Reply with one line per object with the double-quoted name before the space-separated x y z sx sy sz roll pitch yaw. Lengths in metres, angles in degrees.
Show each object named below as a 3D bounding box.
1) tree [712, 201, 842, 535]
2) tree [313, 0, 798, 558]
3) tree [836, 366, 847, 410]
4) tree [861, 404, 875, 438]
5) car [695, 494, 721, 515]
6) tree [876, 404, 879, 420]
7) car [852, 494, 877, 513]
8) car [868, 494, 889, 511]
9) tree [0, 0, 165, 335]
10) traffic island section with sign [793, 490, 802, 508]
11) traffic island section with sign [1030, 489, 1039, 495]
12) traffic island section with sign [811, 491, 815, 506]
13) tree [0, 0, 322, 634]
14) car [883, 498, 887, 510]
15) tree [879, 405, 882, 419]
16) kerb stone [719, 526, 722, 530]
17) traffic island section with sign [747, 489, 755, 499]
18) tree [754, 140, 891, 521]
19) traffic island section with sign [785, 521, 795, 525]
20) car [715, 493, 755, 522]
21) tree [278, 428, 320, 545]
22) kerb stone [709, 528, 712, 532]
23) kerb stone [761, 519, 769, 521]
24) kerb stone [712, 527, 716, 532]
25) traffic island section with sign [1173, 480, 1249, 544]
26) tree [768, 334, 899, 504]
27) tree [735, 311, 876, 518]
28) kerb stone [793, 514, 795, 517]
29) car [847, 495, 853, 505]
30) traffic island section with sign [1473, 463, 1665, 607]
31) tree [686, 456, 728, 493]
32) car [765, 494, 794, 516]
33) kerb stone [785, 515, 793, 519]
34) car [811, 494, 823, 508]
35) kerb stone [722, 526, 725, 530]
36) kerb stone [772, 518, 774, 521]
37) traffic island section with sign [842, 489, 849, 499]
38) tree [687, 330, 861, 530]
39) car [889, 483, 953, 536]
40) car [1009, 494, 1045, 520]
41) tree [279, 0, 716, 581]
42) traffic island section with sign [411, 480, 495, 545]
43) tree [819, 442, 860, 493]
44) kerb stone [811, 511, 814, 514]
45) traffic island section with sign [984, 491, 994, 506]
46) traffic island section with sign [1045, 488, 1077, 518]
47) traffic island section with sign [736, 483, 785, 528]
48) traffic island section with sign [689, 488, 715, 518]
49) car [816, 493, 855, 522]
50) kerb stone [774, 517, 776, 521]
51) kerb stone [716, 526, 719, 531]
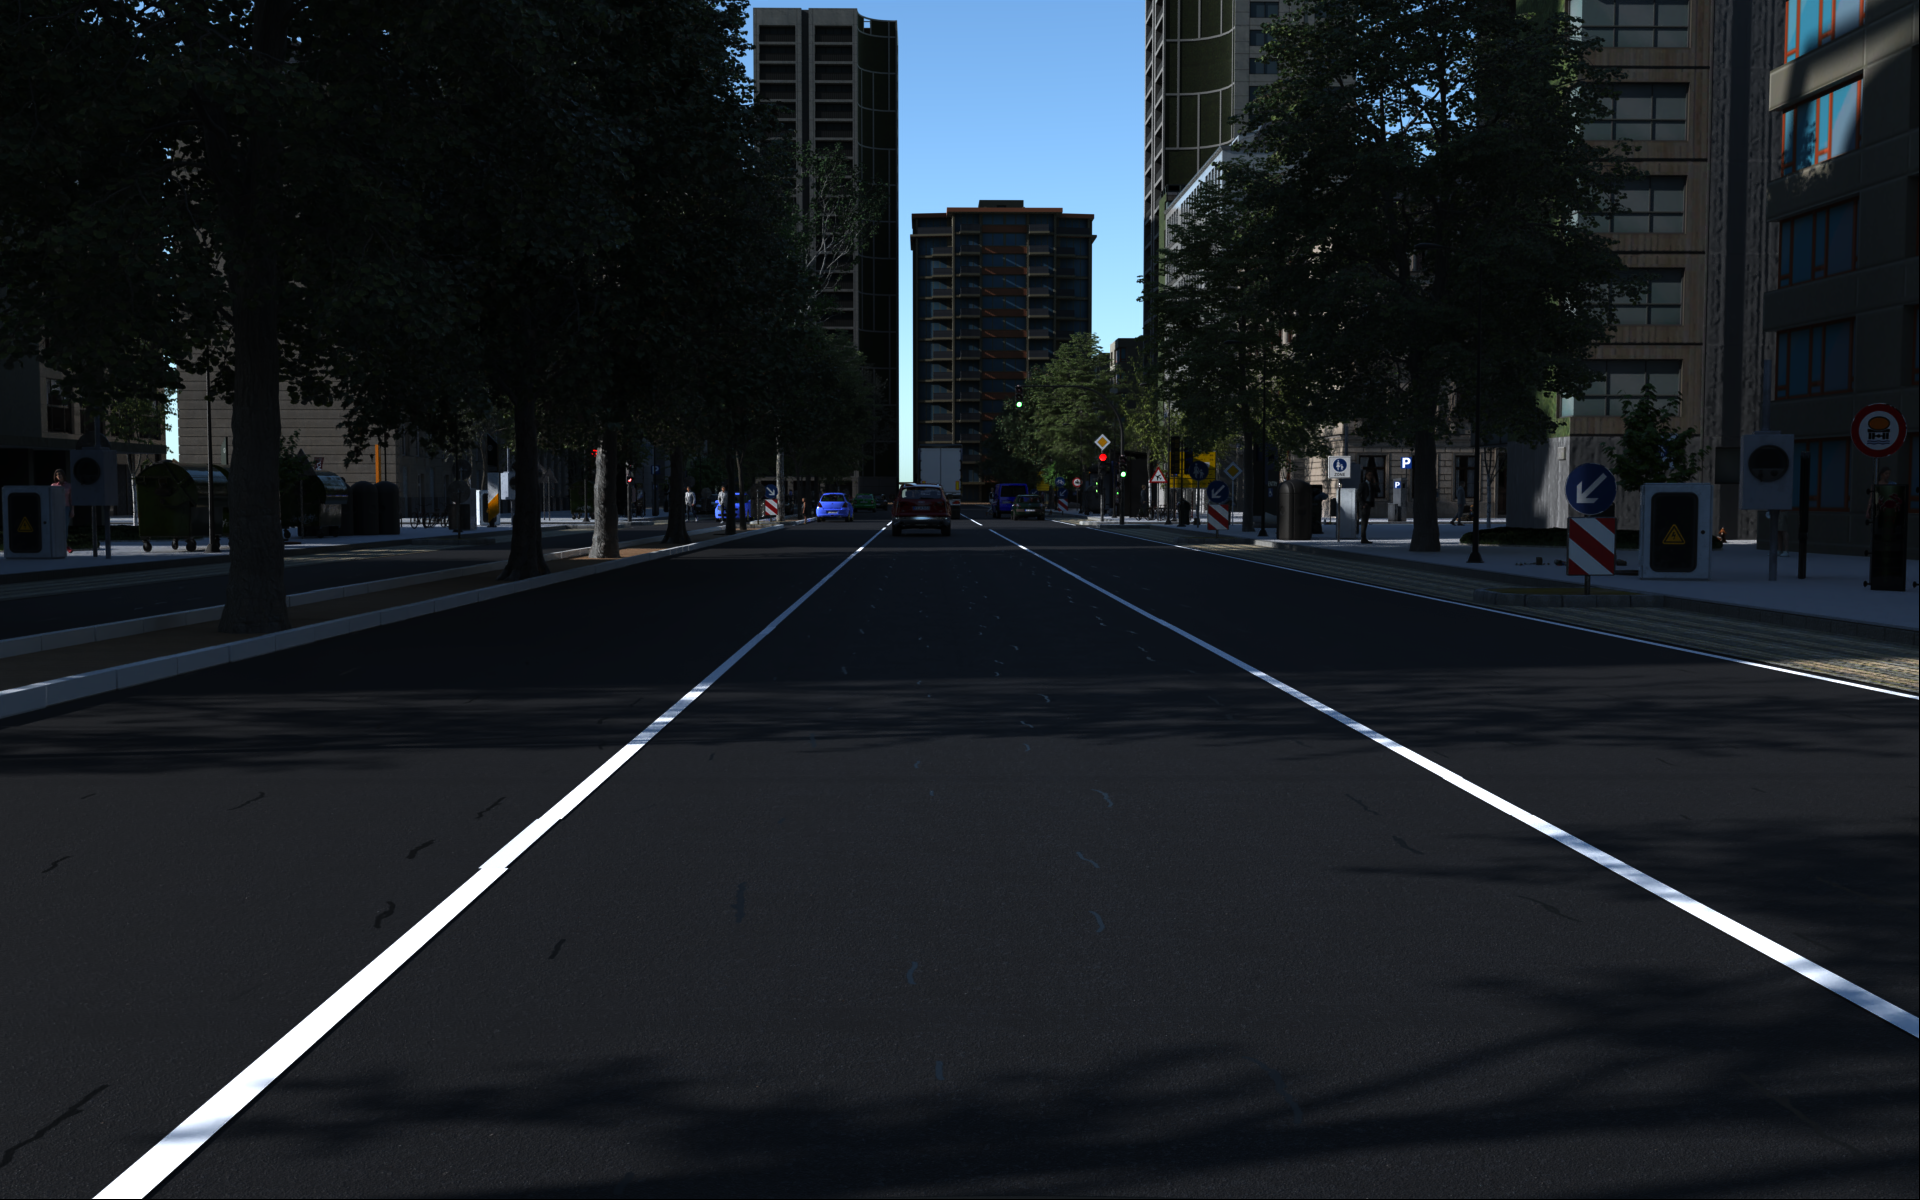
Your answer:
"tree" -7.868 -8.047 59.778 9.928 11.665 9.643 0 3 0
"tree" -7.950 -7.906 38.373 9.857 13.997 8.962 0 3 0
"tree" -8.182 -7.970 49.776 9.611 12.733 9.660 0 3 0
"tree" -8.926 -9.786 96.870 8.767 10.594 7.601 0 4 -1
"car" -15.837 -6.151 110.349 2.009 1.686 4.222 0 4 -1
"tree" -9.456 -11.769 113.001 7.486 12.596 7.792 0 3 0
"car" -7.463 -7.754 135.576 1.959 1.807 4.718 0 4 -2
"car" -7.184 -8.643 151.102 2.009 1.686 4.222 0 4 -2
"tree" -17.037 -6.285 28.512 9.928 11.665 9.643 0 3 0
"traffic island section with sign" -17.124 -10.598 181.911 1.989 1.847 2.006 0 4 -1
"traffic island section with sign" 5.544 -7.587 132.681 1.989 1.847 2.006 0 4 -1
"traffic island section with sign" -17.703 -12.285 209.488 1.989 1.847 2.006 0 4 -1
"tree" -7.336 -6.639 17.659 9.857 13.997 8.962 0 3 0
"car" -7.765 -9.177 159.837 2.009 1.686 4.222 0 4 -3
"tree" -9.256 -12.248 120.845 7.486 12.596 7.792 0 3 0
"kerb stone" -9.473 -2.768 67.448 0.120 0.150 1.000 0 4 -1
"traffic island section with sign" -16.102 -7.657 133.819 1.989 1.847 2.006 0 4 -1
"tree" -10.161 -13.946 86.362 12.611 20.169 13.585 0 3 0
"traffic island section with sign" -8.672 -4.393 79.963 2.006 1.907 1.989 0 4 -1
"car" -11.744 -4.943 90.404 1.945 1.707 3.694 0 4 0
"tree" -17.532 -3.039 44.295 1.663 3.219 1.824 0 3 0
"kerb stone" -9.414 -2.579 64.365 0.120 0.150 1.000 0 4 -1
"kerb stone" -9.895 -3.992 87.480 0.120 0.150 1.000 0 4 -1
"kerb stone" -9.429 -2.642 65.396 0.120 0.150 1.000 0 4 -1
"traffic island section with sign" 7.272 -2.557 50.428 1.989 1.847 2.006 0 4 -1
"tree" -9.681 -13.322 130.639 12.009 13.543 11.850 0 3 0
"tree" -9.294 -11.270 104.845 7.486 12.596 7.792 0 3 0
"kerb stone" -10.259 -5.058 104.898 0.120 0.150 1.000 0 4 -1
"car" -13.754 -12.000 205.245 2.155 1.783 4.494 0 4 -2
"traffic island section with sign" 7.858 -0.860 22.689 1.989 1.847 2.006 0 4 -1
"tree" -19.559 -9.175 133.719 4.285 4.588 4.351 0 3 0
"car" -12.174 -6.531 116.563 2.009 1.686 4.222 0 4 0
"kerb stone" -10.243 -4.995 103.876 0.120 0.150 1.000 0 4 -1
"car" -14.539 -10.443 180.527 2.009 1.686 4.222 0 4 -1
"kerb stone" -9.495 -2.830 68.469 0.120 0.150 1.000 0 4 -1
"kerb stone" -9.967 -4.180 90.554 0.120 0.150 1.000 0 4 -1
"traffic island section with sign" -10.264 -8.988 155.084 2.006 1.907 1.989 0 4 -1
"tree" -8.597 -8.073 68.863 8.767 10.594 7.601 0 4 -1
"car" -1.357 -3.184 60.730 2.281 1.827 5.304 0 4 -1
"car" 3.727 -5.240 95.455 2.009 1.686 4.222 0 4 -1
"tree" -7.191 -6.670 28.517 9.611 12.733 9.660 0 3 0
"traffic island section with sign" -14.322 -2.481 49.194 1.989 1.847 2.006 0 4 -1
"tree" -10.114 -11.672 143.660 4.360 8.622 3.978 0 3 0
"kerb stone" -10.760 -6.501 128.485 0.120 0.150 1.000 0 4 -1
"traffic island section with sign" 3.910 -12.306 209.831 1.989 1.847 2.006 0 4 -1
"traffic island section with sign" 6.105 -5.936 105.676 1.989 1.847 2.006 0 4 -1
"traffic island section with sign" -8.526 -3.940 72.557 2.006 1.907 1.989 0 4 -1
"traffic island section with sign" -15.521 -5.959 106.052 1.989 1.847 2.006 0 4 -1
"car" -6.443 -4.886 89.483 1.945 1.707 3.694 0 4 1
"kerb stone" -9.976 -4.243 91.576 0.120 0.150 1.000 0 4 -1
"kerb stone" -9.454 -2.705 66.423 0.120 0.150 1.000 0 4 -1
